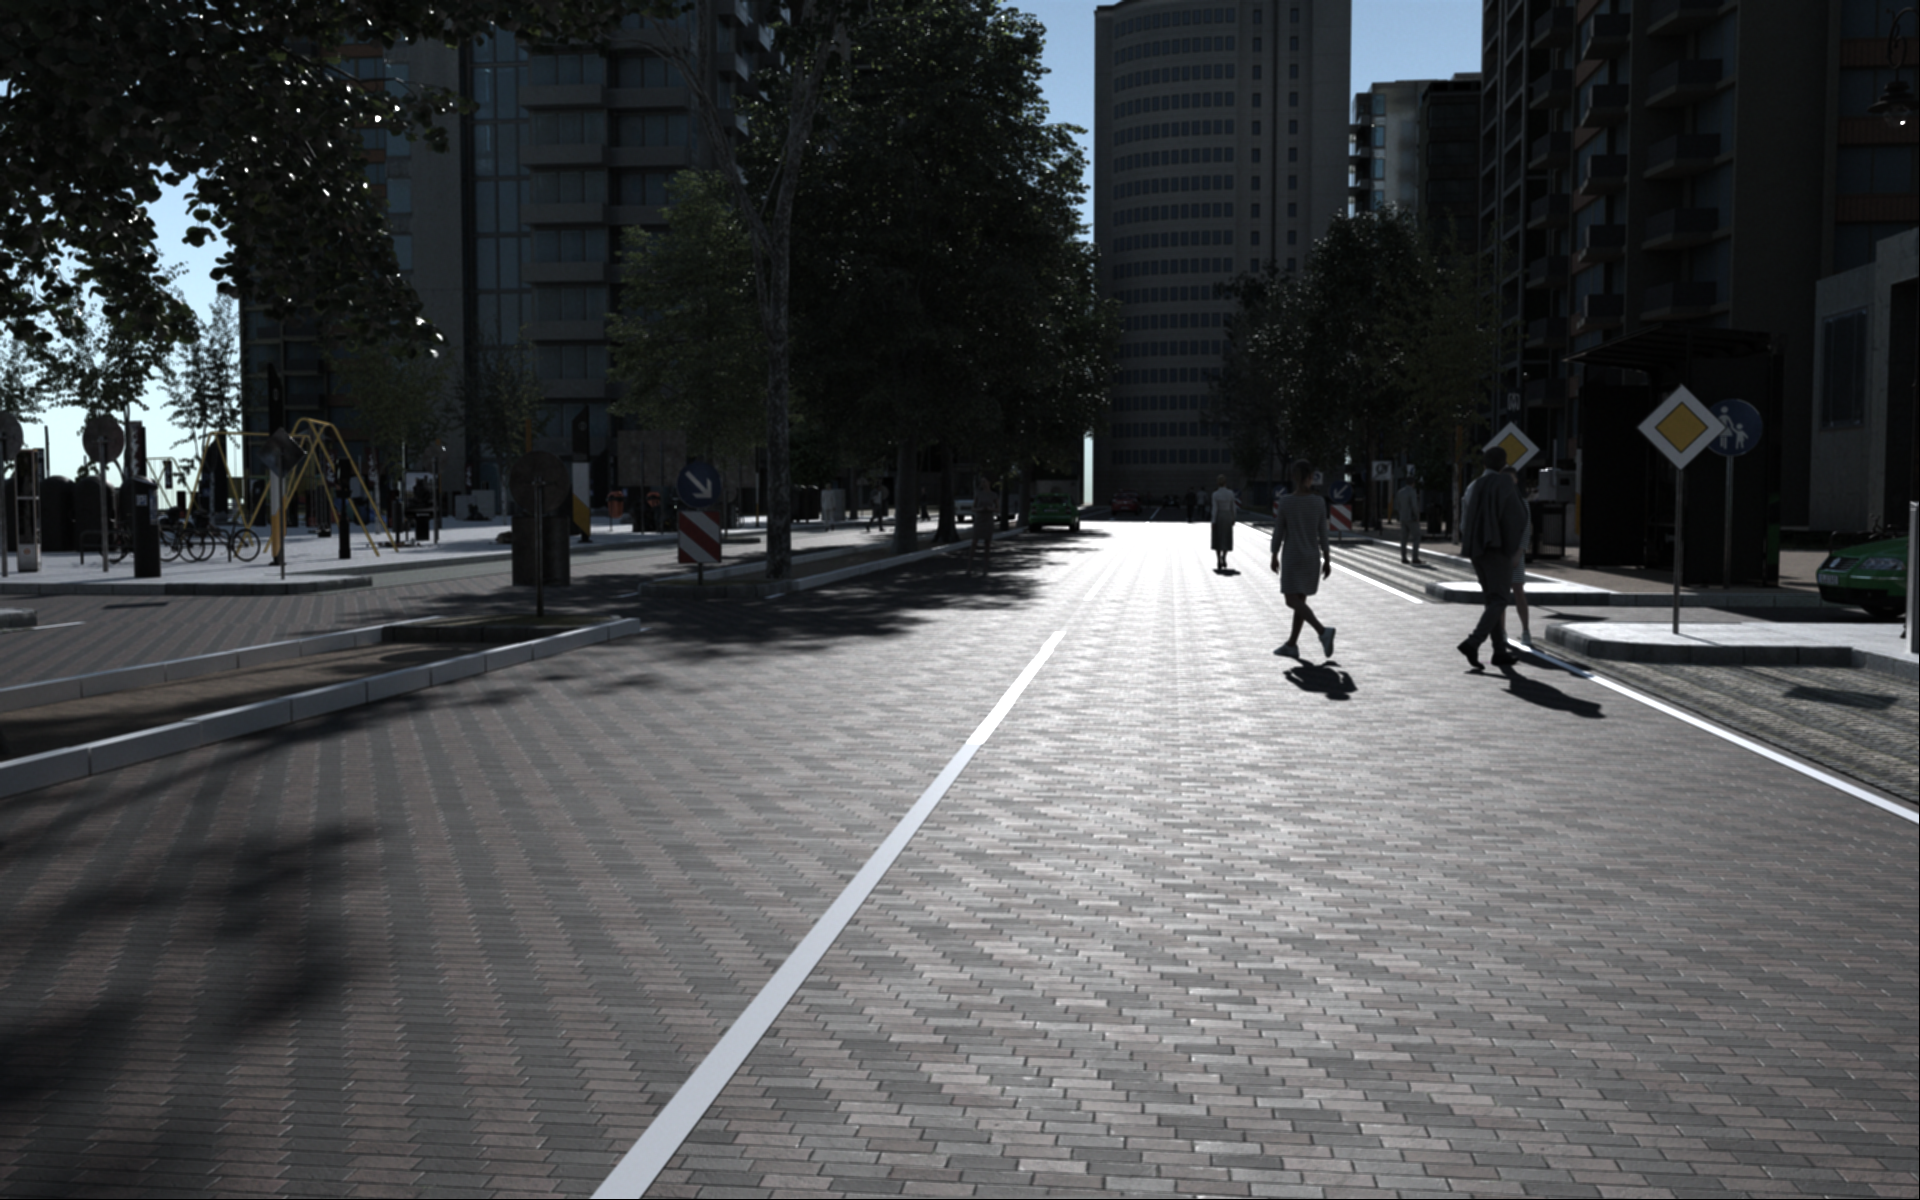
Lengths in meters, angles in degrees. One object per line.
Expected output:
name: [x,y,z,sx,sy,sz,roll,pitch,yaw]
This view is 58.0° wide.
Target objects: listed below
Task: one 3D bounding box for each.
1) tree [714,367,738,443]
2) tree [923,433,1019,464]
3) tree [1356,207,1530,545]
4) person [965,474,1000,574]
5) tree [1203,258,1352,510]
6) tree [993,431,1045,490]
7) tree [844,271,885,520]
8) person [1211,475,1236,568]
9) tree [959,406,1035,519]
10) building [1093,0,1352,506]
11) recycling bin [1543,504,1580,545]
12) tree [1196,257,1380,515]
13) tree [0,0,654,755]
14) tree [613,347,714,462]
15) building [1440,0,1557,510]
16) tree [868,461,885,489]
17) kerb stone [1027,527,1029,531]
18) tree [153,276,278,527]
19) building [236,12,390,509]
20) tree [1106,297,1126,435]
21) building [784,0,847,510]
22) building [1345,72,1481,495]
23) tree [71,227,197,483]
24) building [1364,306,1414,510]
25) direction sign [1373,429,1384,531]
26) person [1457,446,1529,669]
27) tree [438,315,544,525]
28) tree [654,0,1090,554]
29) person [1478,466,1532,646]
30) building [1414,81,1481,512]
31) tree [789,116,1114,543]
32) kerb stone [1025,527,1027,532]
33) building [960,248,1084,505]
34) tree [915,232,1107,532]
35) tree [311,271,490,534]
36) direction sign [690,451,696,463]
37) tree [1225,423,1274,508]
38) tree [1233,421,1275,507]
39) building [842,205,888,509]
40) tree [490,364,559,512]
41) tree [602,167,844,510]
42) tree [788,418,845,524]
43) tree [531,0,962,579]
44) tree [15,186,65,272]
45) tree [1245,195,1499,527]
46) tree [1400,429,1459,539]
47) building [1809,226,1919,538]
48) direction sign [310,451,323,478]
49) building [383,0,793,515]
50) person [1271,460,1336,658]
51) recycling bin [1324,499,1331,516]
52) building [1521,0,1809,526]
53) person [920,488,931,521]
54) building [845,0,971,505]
tree: [-13.964,-8.830,94.726,4.360,8.622,3.978,0,3,0]
tree: [1.920,-14.218,142.839,12.009,13.543,11.850,0,3,0]
tree: [12.390,-5.703,43.602,4.737,8.622,4.395,0,3,0]
person: [0.403,-1.352,30.942,0.599,1.781,0.374,0,4,5]
tree: [25.453,-17.197,137.055,12.611,20.169,13.585,0,3,0]
tree: [3.161,-7.983,83.341,4.360,8.622,3.978,0,3,0]
tree: [-5.309,-10.258,85.840,7.486,12.596,7.792,0,3,0]
person: [5.078,-1.511,33.436,0.478,1.798,0.641,1,4,13]
tree: [0.565,-6.470,58.603,4.737,8.622,4.395,0,3,0]
building: [29.767,-40.318,201.190,28.212,58.520,21.231,0,4,7]
recycling bin: [15.201,-1.901,43.638,0.722,1.027,0.722,-2,4,-27]
tree: [18.154,-10.912,88.774,12.009,13.543,11.850,0,3,0]
tree: [-5.546,-6.110,9.010,9.857,13.997,8.962,0,3,0]
tree: [-15.120,-8.211,84.612,4.360,8.622,3.978,0,3,0]
building: [41.831,-40.792,105.200,20.563,71.187,20.611,0,4,7]
tree: [-4.281,-8.966,96.958,4.360,8.622,3.978,0,3,0]
kerb stone: [2.435,-2.668,65.814,0.120,0.150,1.000,0,4,7]
tree: [-25.524,-6.648,59.061,4.360,8.622,3.978,0,3,0]
building: [-50.193,-30.904,159.902,28.867,44.769,22.147,0,4,7]
tree: [2.810,-10.206,75.973,9.857,13.997,8.962,0,3,0]
building: [-17.301,-29.968,140.095,14.600,45.320,14.200,0,4,7]
building: [59.084,-35.472,199.572,30.456,49.044,23.786,0,4,7]
tree: [-22.720,-5.876,46.441,4.737,8.622,4.395,0,3,0]
building: [49.709,-18.386,145.652,27.650,21.520,28.899,0,4,7]
direction sign: [14.746,-4.217,60.953,0.379,3.537,0.876,0,4,-2]
person: [4.427,-0.352,14.353,0.850,1.850,0.679,-2,4,-34]
tree: [-18.722,-7.335,70.294,4.360,8.622,3.978,0,3,0]
tree: [-1.321,-8.065,40.970,9.857,13.997,8.962,0,3,0]
person: [5.238,-0.434,16.592,0.512,1.701,0.522,1,4,23]
building: [39.638,-21.557,124.162,14.160,30.474,14.107,0,4,7]
tree: [-0.374,-8.032,50.781,9.611,12.733,9.660,0,3,0]
kerb stone: [2.316,-2.606,64.799,0.120,0.150,1.000,0,4,7]
building: [7.345,-26.351,202.532,14.107,30.474,14.160,0,4,7]
tree: [1.783,-8.417,65.836,9.928,11.665,9.643,0,3,0]
tree: [-18.316,-6.395,54.923,4.737,8.622,4.395,0,3,0]
direction sign: [-13.677,-5.920,88.795,0.379,3.537,0.876,1,4,12]
tree: [26.723,-12.789,159.462,4.737,8.622,4.395,0,3,0]
tree: [28.266,-13.275,167.403,4.360,8.622,3.978,0,3,0]
building: [-14.145,-23.772,160.376,14.107,30.474,14.160,0,4,7]
tree: [-24.785,-9.003,97.565,4.737,8.622,4.395,0,3,0]
tree: [-8.889,-8.750,61.188,7.486,12.596,7.792,0,3,0]
tree: [-6.607,-5.555,74.540,4.285,4.588,4.351,0,3,0]
tree: [-4.175,-10.482,29.731,12.611,20.169,13.585,0,3,0]
tree: [-19.416,-5.048,32.904,4.360,8.622,3.978,0,3,0]
tree: [15.942,-9.177,67.060,9.611,12.733,9.660,0,3,0]
tree: [13.887,-3.409,50.344,1.663,3.219,1.824,0,3,0]
building: [38.529,-44.380,38.292,31.000,86.520,22.319,0,4,7]
direction sign: [-34.183,-6.115,91.977,0.379,3.537,0.876,2,4,35]
building: [-24.188,-30.505,118.366,23.786,49.044,30.456,0,4,7]
person: [3.034,-0.362,15.175,0.466,1.731,0.760,-3,4,-38]
recycling bin: [20.275,-5.138,96.556,0.722,1.027,0.722,0,4,1]
building: [39.114,-26.053,80.585,22.147,44.769,28.867,0,4,7]
person: [-1.841,-4.960,90.011,0.534,1.772,0.576,-3,5,-40]
building: [-10.008,-46.921,205.404,20.611,71.187,20.563,0,4,7]
